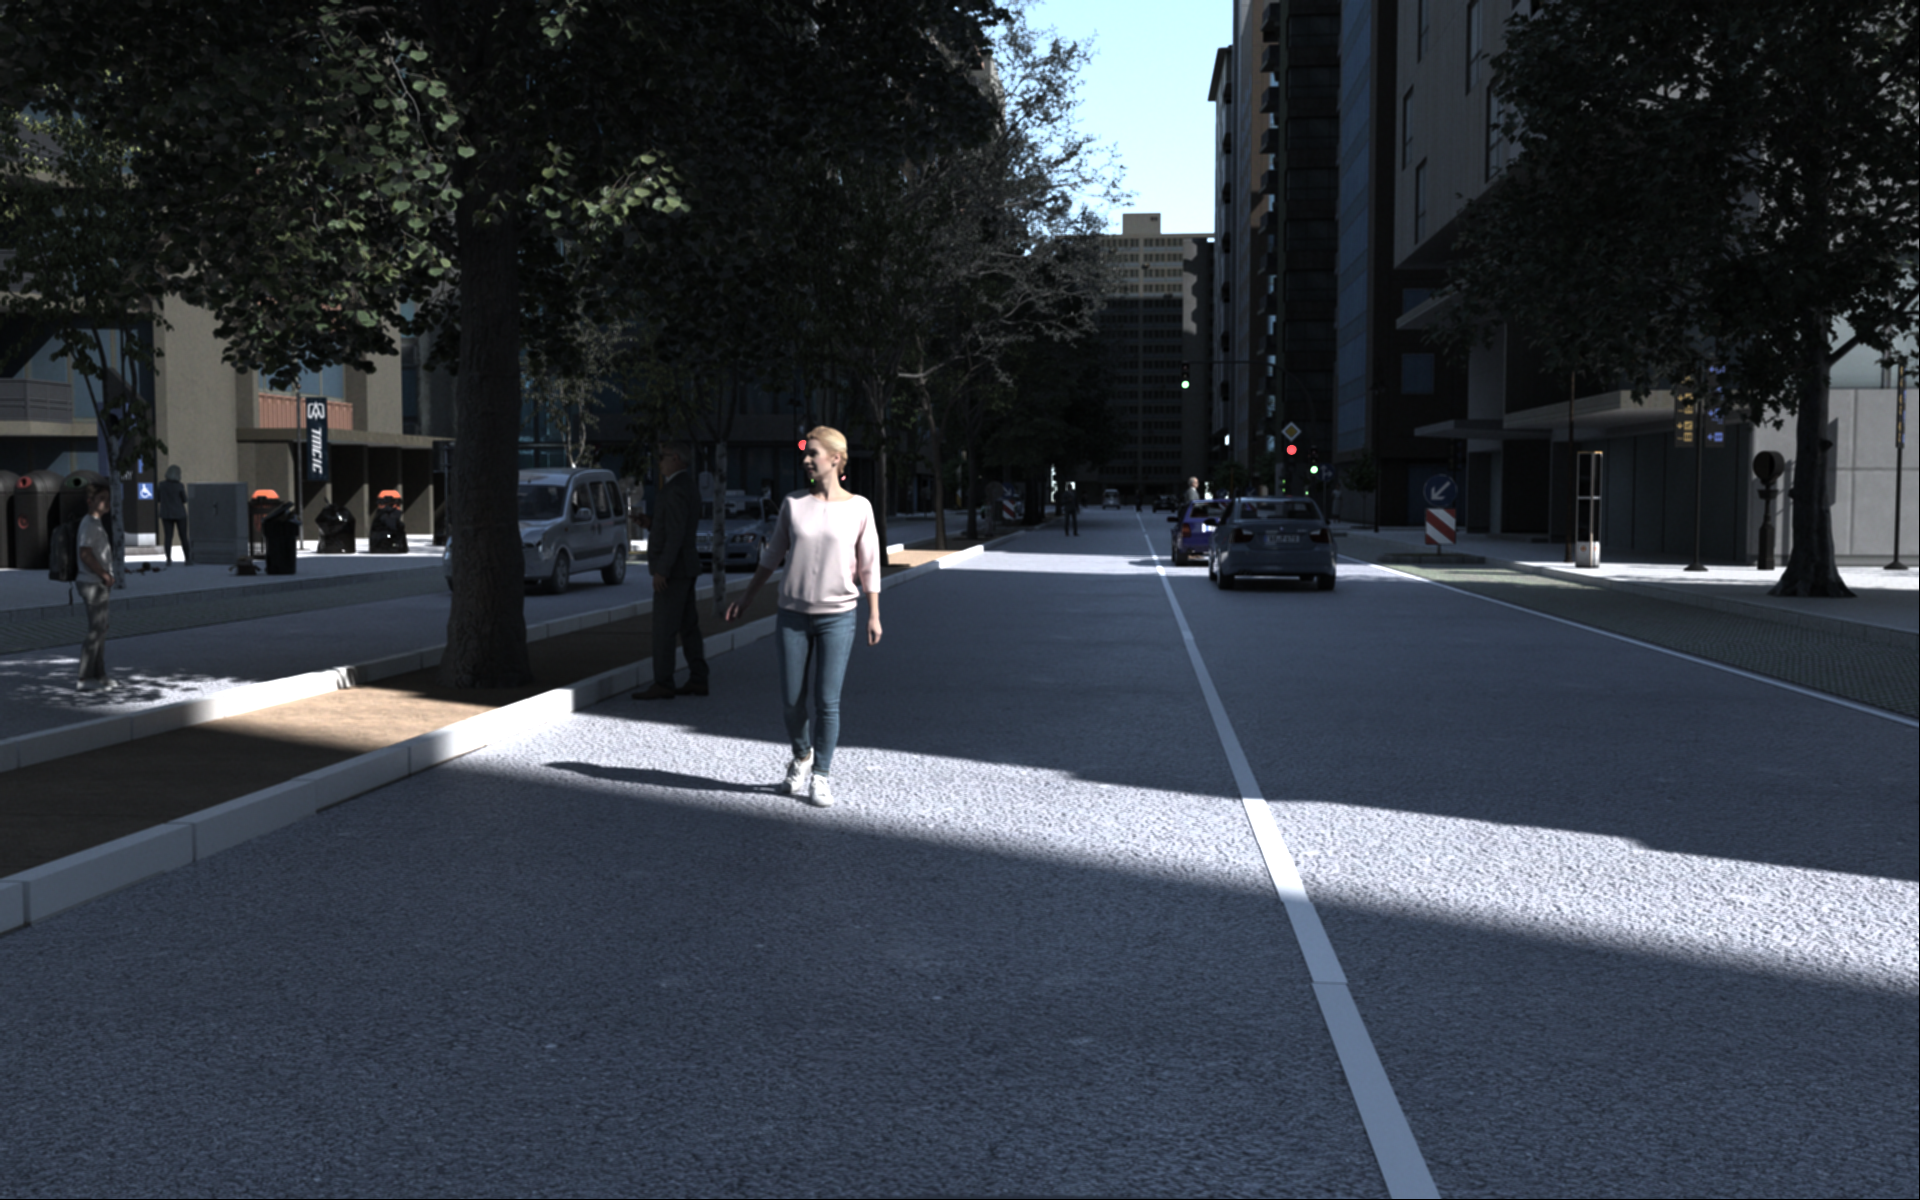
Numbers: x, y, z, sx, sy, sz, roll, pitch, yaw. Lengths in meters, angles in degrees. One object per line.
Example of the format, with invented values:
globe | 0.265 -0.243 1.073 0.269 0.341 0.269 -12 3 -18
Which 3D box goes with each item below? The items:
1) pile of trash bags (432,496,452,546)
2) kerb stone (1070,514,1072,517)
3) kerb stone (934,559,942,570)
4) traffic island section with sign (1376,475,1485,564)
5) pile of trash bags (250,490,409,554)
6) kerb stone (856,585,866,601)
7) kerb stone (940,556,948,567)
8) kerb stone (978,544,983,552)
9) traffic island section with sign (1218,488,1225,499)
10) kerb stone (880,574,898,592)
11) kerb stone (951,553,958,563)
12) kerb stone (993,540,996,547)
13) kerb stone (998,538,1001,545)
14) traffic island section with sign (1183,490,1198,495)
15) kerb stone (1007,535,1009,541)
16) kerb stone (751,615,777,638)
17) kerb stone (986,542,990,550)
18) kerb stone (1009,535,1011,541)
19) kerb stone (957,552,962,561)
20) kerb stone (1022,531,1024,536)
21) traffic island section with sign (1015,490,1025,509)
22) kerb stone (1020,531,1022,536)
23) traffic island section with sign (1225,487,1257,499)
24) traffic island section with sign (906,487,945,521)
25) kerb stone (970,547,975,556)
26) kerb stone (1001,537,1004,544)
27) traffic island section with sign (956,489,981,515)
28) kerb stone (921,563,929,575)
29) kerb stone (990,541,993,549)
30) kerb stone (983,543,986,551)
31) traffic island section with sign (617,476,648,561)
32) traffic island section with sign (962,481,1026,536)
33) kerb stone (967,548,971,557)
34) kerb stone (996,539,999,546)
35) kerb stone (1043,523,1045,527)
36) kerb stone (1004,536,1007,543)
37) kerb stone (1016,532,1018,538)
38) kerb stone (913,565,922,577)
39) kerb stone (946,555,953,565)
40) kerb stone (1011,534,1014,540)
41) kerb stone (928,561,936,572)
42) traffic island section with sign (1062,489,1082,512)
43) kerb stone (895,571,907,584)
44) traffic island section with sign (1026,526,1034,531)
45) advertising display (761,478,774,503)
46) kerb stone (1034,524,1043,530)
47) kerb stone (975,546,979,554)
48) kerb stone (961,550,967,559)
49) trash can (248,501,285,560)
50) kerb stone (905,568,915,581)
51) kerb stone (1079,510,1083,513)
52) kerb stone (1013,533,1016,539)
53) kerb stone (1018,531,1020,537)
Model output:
pile of trash bags | -12.716 -2.039 43.084 3.447 1.369 1.912 -1 4 -14
kerb stone | 6.529 -5.047 104.750 0.120 0.150 1.000 0 4 6
kerb stone | -0.511 -0.647 32.777 0.120 0.150 1.000 0 4 6
traffic island section with sign | 9.796 -1.688 36.221 1.989 1.847 2.006 0 4 6
pile of trash bags | -13.687 -1.708 37.684 3.447 1.369 1.912 0 4 -3
kerb stone | -1.407 -0.083 23.591 0.120 0.150 1.000 0 4 6
kerb stone | -0.404 -0.708 33.805 0.120 0.150 1.000 0 4 6
kerb stone | 0.389 -1.207 41.966 0.120 0.150 1.000 0 4 6
traffic island section with sign | 17.823 -6.710 118.343 1.989 1.847 2.006 0 4 6
kerb stone | -1.118 -0.268 26.650 0.120 0.150 1.000 0 4 6
kerb stone | -0.212 -0.835 35.848 0.120 0.150 1.000 0 4 6
kerb stone | 0.794 -1.459 46.057 0.120 0.150 1.000 0 4 6
kerb stone | 0.985 -1.583 48.104 0.120 0.150 1.000 0 4 6
traffic island section with sign | 22.722 -9.774 168.432 1.989 1.847 2.006 0 4 6
kerb stone | 1.286 -1.772 51.164 0.120 0.150 1.000 0 4 6
kerb stone | -2.011 0.289 17.475 0.120 0.150 1.000 0 4 6
kerb stone | 0.589 -1.335 44.016 0.120 0.150 1.000 0 4 6
kerb stone | 1.380 -1.834 52.187 0.120 0.150 1.000 0 4 6
kerb stone | -0.111 -0.897 36.869 0.120 0.150 1.000 0 4 6
kerb stone | 1.990 -2.204 58.299 0.120 0.150 1.000 0 4 6
traffic island section with sign | 5.565 -9.868 169.977 1.989 1.847 2.006 0 4 6
kerb stone | 1.879 -2.146 57.282 0.120 0.150 1.000 0 4 6
traffic island section with sign | 15.204 -5.069 91.507 1.989 1.847 2.006 0 4 6
traffic island section with sign | -1.855 -5.226 94.080 1.989 1.847 2.006 0 4 6
kerb stone | 0.192 -1.083 39.930 0.120 0.150 1.000 0 4 6
kerb stone | 1.085 -1.644 49.124 0.120 0.150 1.000 0 4 6
traffic island section with sign | 0.770 -6.867 120.908 1.989 1.847 2.006 0 4 6
kerb stone | -0.709 -0.523 30.743 0.120 0.150 1.000 0 4 6
kerb stone | 0.692 -1.397 45.033 0.120 0.150 1.000 0 4 6
kerb stone | 0.490 -1.272 42.989 0.120 0.150 1.000 0 4 6
traffic island section with sign | -7.342 -1.788 37.857 1.989 1.847 2.006 0 4 6
traffic island section with sign | 1.142 -3.195 60.377 2.006 1.907 1.989 0 4 6
kerb stone | 0.089 -1.018 38.913 0.120 0.150 1.000 0 4 6
kerb stone | 0.885 -1.517 47.079 0.120 0.150 1.000 0 4 6
kerb stone | 3.335 -3.045 72.080 0.120 0.150 1.000 0 4 6
kerb stone | 1.180 -1.710 50.147 0.120 0.150 1.000 0 4 6
kerb stone | 1.688 -2.020 55.238 0.120 0.150 1.000 0 4 6
kerb stone | -0.812 -0.458 29.720 0.120 0.150 1.000 0 4 6
kerb stone | -0.310 -0.771 34.830 0.120 0.150 1.000 0 4 6
kerb stone | 1.485 -1.895 53.204 0.120 0.150 1.000 0 4 6
kerb stone | -0.609 -0.585 31.760 0.120 0.150 1.000 0 4 6
traffic island section with sign | 9.169 -8.220 142.533 2.006 1.907 1.989 0 4 6
kerb stone | -1.012 -0.335 27.677 0.120 0.150 1.000 0 4 6
traffic island section with sign | 1.872 -3.646 67.748 2.006 1.907 1.989 0 4 6
advertising display | -7.956 -4.063 71.652 0.123 1.923 0.974 -2 4 -31
kerb stone | 3.230 -2.987 71.061 0.120 0.150 1.000 0 4 6
kerb stone | 0.289 -1.147 40.949 0.120 0.150 1.000 0 4 6
kerb stone | -0.012 -0.960 37.894 0.120 0.150 1.000 0 4 6
trash can | -13.582 -1.359 33.876 0.748 1.137 0.748 0 3 0
kerb stone | -0.906 -0.395 28.701 0.120 0.150 1.000 0 4 6
kerb stone | 8.819 -6.485 128.228 0.120 0.150 1.000 0 4 6
kerb stone | 1.582 -1.955 54.221 0.120 0.150 1.000 0 4 6
kerb stone | 1.787 -2.083 56.255 0.120 0.150 1.000 0 4 6
